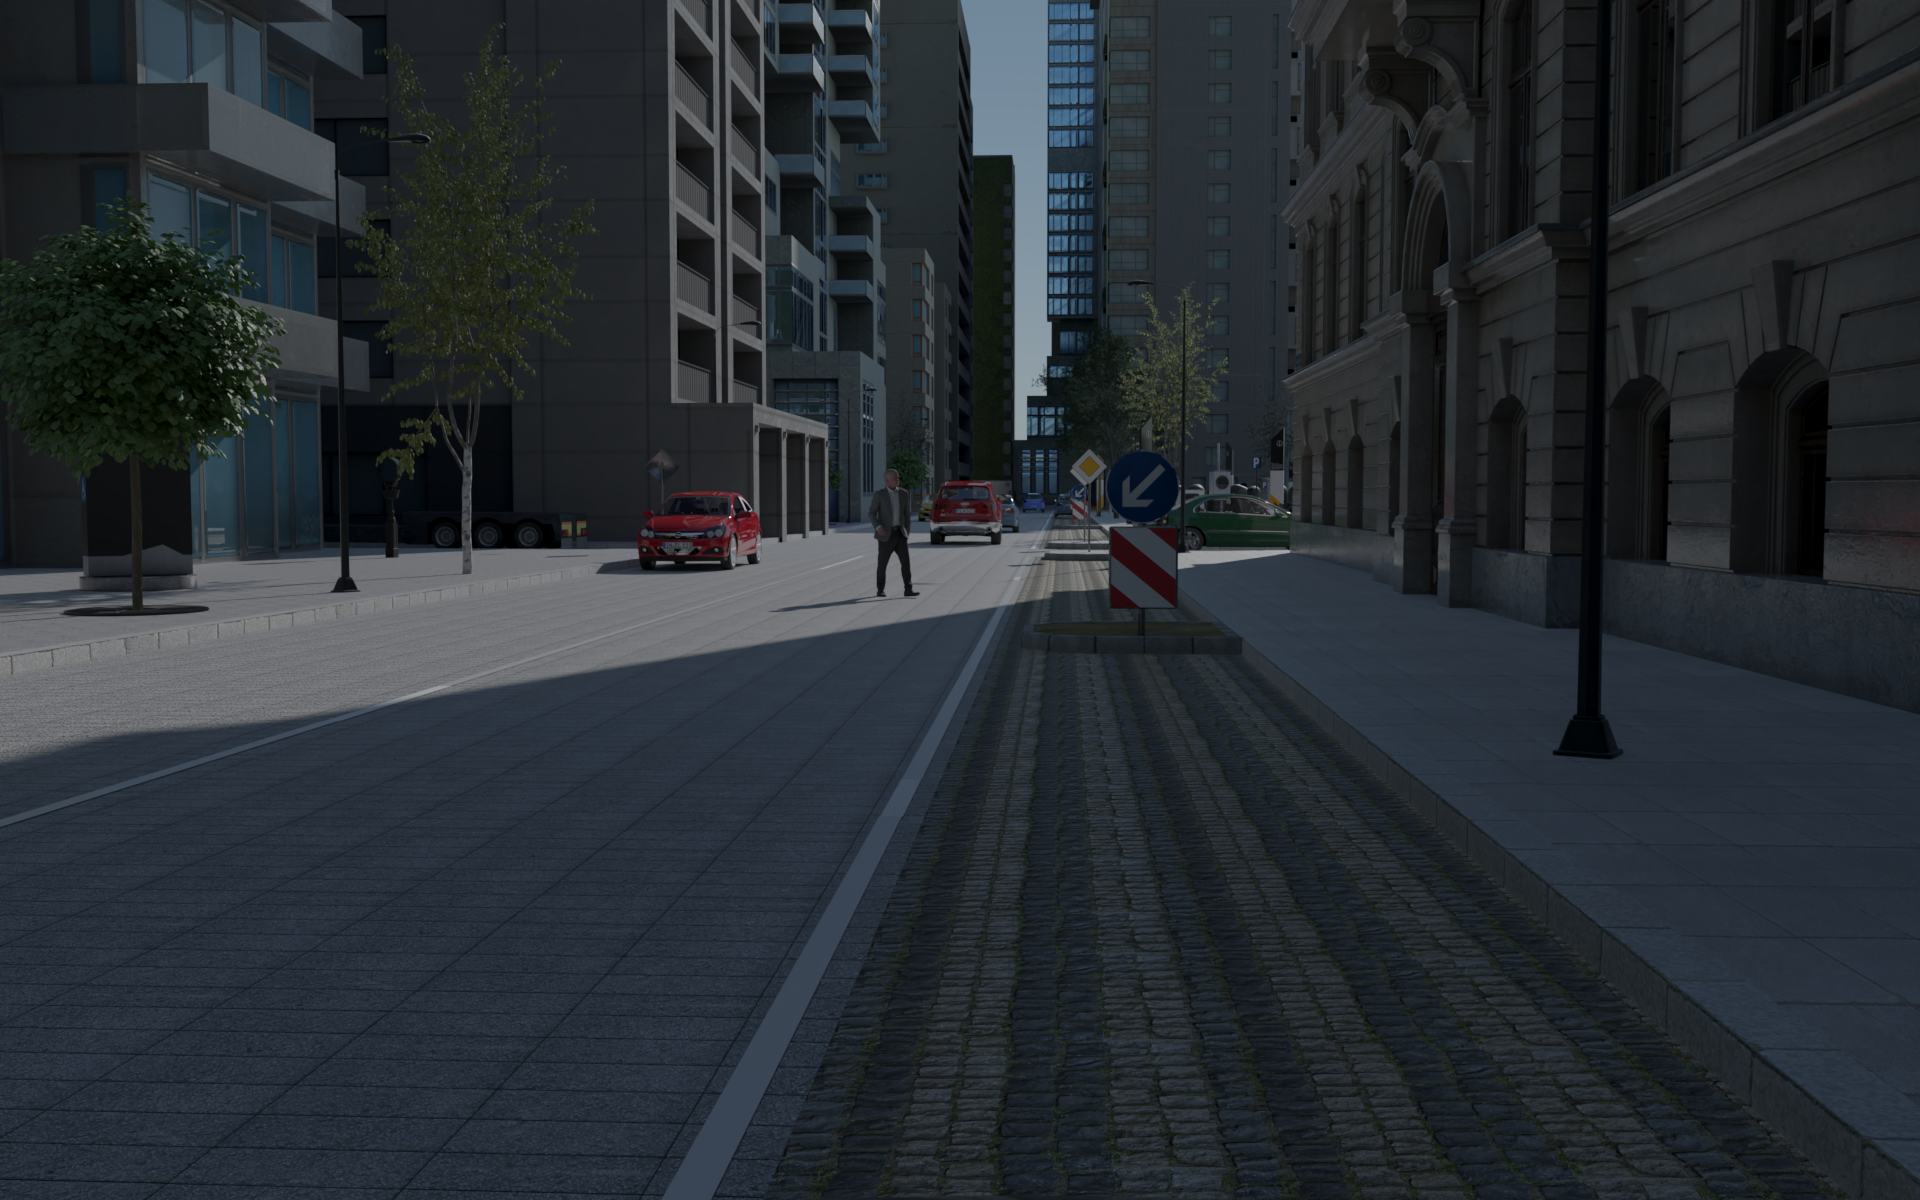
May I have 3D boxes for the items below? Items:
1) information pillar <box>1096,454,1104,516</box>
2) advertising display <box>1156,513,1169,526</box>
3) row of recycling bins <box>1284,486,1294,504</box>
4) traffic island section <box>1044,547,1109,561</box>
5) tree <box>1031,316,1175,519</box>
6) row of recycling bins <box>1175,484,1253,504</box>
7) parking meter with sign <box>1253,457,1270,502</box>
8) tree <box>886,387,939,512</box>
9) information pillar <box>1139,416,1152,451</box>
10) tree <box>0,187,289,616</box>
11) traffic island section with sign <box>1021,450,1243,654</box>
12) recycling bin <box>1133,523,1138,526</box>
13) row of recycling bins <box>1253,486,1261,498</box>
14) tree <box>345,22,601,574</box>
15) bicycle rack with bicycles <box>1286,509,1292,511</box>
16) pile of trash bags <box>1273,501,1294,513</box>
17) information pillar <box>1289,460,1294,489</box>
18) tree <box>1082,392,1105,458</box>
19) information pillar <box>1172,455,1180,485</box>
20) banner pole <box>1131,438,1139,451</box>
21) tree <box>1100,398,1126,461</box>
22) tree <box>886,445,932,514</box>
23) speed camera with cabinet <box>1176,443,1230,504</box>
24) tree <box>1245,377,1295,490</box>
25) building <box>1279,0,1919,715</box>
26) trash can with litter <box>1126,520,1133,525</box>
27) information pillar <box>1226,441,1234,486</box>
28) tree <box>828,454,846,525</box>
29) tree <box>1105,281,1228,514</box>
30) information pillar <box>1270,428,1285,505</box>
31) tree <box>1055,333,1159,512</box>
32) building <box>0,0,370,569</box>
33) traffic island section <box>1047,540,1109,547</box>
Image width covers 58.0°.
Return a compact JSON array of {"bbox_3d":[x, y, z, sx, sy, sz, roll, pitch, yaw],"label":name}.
[{"bbox_3d":[8.080,-6.653,100.127,0.504,3.616,0.183,-2,4,-35],"label":"information pillar"},{"bbox_3d":[4.212,-1.883,35.999,0.123,1.923,0.974,1,4,15],"label":"advertising display"},{"bbox_3d":[14.950,-4.112,74.339,3.534,1.692,1.069,2,4,34],"label":"row of recycling bins"},{"bbox_3d":[2.877,-0.981,38.322,2.009,0.180,2.903,0,4,3],"label":"traffic island section"},{"bbox_3d":[7.928,-9.561,90.742,7.601,10.594,8.767,2,4,33],"label":"tree"},{"bbox_3d":[10.493,-4.072,73.686,3.534,1.692,1.069,-1,4,-10],"label":"row of recycling bins"},{"bbox_3d":[14.641,-5.221,81.622,1.738,3.016,0.543,-2,4,-28],"label":"parking meter with sign"},{"bbox_3d":[-3.435,-10.293,118.652,4.360,8.622,3.978,0,3,0],"label":"tree"},{"bbox_3d":[5.542,-3.689,51.673,0.504,3.616,0.183,-3,5,-42],"label":"information pillar"},{"bbox_3d":[-9.033,-2.139,18.692,4.285,4.588,4.351,0,3,0],"label":"tree"},{"bbox_3d":[1.581,-0.473,16.356,1.989,1.847,2.006,0,4,3],"label":"traffic island section with sign"},{"bbox_3d":[5.784,-2.483,53.155,0.722,1.027,0.722,-3,5,-40],"label":"recycling bin"},{"bbox_3d":[14.403,-5.133,91.036,1.069,1.692,3.534,-3,5,-39],"label":"row of recycling bins"},{"bbox_3d":[-7.926,-4.739,27.847,4.737,8.622,4.395,0,3,0],"label":"tree"},{"bbox_3d":[8.108,-2.127,48.164,2.852,0.926,2.925,0,4,4],"label":"bicycle rack with bicycles"},{"bbox_3d":[11.285,-2.692,53.761,3.447,1.369,1.912,1,4,10],"label":"pile of trash bags"},{"bbox_3d":[22.518,-7.714,117.486,0.504,3.616,0.183,0,4,5],"label":"information pillar"},{"bbox_3d":[9.819,-9.773,110.150,4.360,8.622,3.978,0,3,0],"label":"tree"},{"bbox_3d":[12.945,-6.882,103.880,0.504,3.616,0.183,0,4,1],"label":"information pillar"},{"bbox_3d":[7.905,-5.357,77.598,0.401,3.779,0.863,-3,5,-43],"label":"banner pole"},{"bbox_3d":[11.631,-11.033,130.744,4.737,8.622,4.395,0,3,0],"label":"tree"},{"bbox_3d":[-3.510,-7.915,113.127,4.285,4.588,4.351,0,3,0],"label":"tree"},{"bbox_3d":[9.418,-4.450,67.096,2.038,3.252,0.660,-1,4,-13],"label":"speed camera with cabinet"},{"bbox_3d":[19.690,-9.671,108.488,4.360,8.622,3.978,0,3,0],"label":"tree"},{"bbox_3d":[11.374,-12.289,20.009,14.460,24.649,34.723,0,4,3],"label":"building"},{"bbox_3d":[7.377,-3.769,73.012,0.624,1.170,1.055,-1,4,-18],"label":"trash can with litter"},{"bbox_3d":[11.789,-5.166,75.813,0.183,3.616,0.504,-2,4,-26],"label":"information pillar"},{"bbox_3d":[-5.536,-4.740,72.099,1.663,3.219,1.824,0,3,0],"label":"tree"},{"bbox_3d":[7.365,-6.747,60.679,4.360,8.622,3.978,0,3,0],"label":"tree"},{"bbox_3d":[11.228,-4.274,61.234,0.504,3.616,0.183,2,4,27],"label":"information pillar"},{"bbox_3d":[10.468,-12.506,122.597,7.486,12.596,7.792,0,3,0],"label":"tree"},{"bbox_3d":[-27.809,-25.057,29.291,30.456,49.044,23.786,0,4,3],"label":"building"},{"bbox_3d":[3.348,-1.469,46.294,2.009,0.180,2.903,0,4,3],"label":"traffic island section"}]
